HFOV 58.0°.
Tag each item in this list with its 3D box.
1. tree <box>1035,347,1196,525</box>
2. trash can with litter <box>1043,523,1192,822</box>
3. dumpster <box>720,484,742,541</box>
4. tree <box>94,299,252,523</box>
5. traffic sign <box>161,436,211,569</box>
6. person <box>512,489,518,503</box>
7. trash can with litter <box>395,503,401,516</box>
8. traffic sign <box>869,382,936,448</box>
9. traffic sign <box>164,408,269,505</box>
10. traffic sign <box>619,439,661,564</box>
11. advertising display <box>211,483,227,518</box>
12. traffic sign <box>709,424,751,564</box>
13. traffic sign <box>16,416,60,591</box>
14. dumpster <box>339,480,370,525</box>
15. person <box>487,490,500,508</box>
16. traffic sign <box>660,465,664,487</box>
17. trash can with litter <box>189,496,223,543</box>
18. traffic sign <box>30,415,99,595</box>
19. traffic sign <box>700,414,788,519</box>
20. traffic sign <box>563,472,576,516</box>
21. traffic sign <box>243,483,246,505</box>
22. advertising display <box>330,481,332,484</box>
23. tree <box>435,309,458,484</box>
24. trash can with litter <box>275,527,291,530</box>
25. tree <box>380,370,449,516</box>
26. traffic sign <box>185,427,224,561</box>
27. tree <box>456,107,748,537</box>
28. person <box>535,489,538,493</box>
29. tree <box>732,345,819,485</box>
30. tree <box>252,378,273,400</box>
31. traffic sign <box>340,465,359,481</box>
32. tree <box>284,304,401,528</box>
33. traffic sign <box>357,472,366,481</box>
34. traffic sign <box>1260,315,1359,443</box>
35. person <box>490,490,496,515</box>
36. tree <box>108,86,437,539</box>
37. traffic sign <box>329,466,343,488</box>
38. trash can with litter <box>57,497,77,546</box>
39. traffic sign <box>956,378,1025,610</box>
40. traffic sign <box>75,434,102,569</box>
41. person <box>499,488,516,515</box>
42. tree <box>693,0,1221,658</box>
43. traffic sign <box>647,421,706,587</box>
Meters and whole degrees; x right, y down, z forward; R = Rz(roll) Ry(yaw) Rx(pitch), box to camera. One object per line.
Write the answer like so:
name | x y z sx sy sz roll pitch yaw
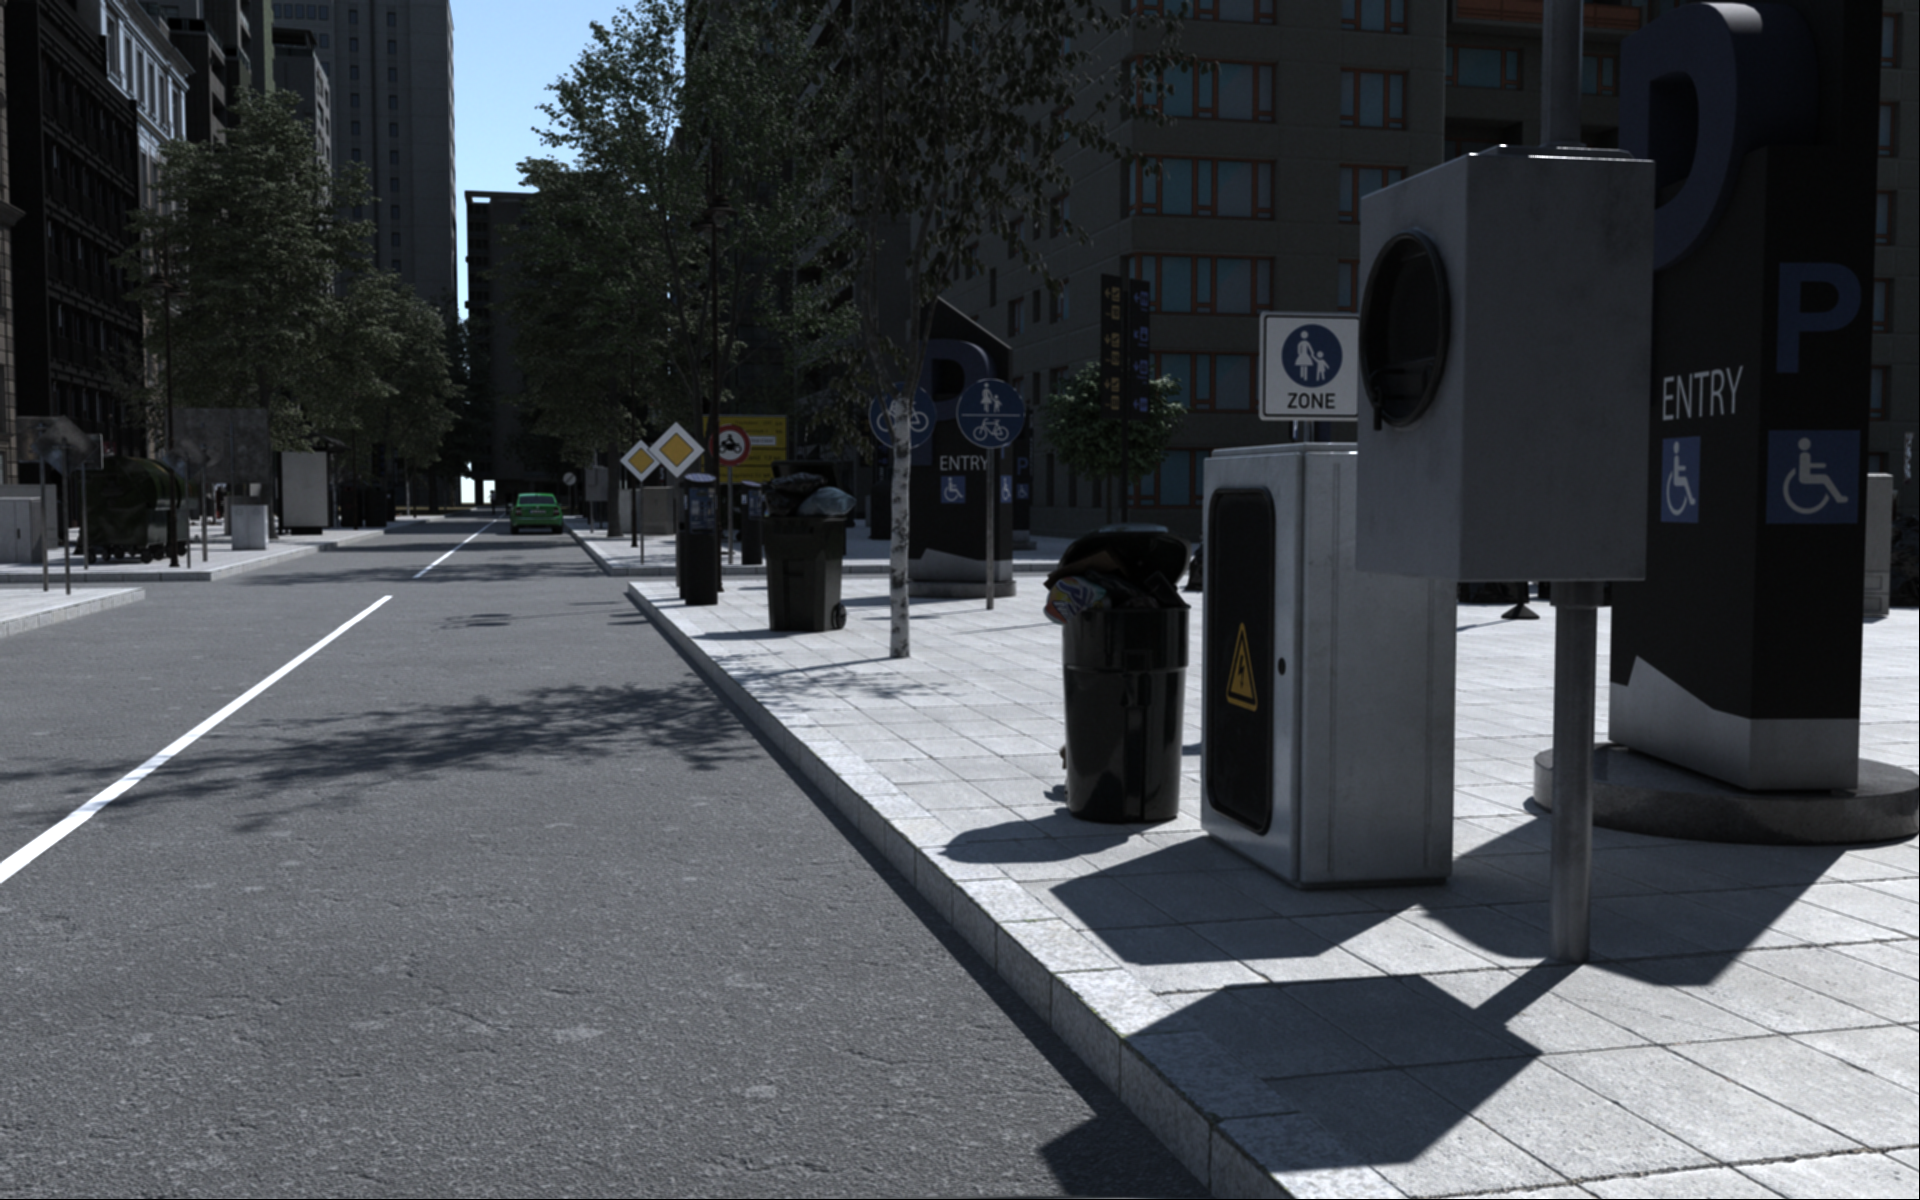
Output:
tree | 3.287 -3.254 36.918 4.285 4.588 4.351 0 3 0
trash can with litter | 0.583 0.261 7.123 0.624 1.170 1.055 0 4 -6
dumpster | -6.293 -2.703 46.682 1.502 2.255 1.985 -1 4 -14
tree | -28.082 -6.805 61.627 4.360 8.622 3.978 0 3 0
traffic sign | -13.287 -1.599 29.788 0.795 2.450 0.064 -1 4 -14
person | -36.395 -8.167 142.054 0.705 1.821 1.348 1 4 22
trash can with litter | -33.099 -5.437 99.945 2.233 1.210 1.678 1 4 15
traffic sign | -0.655 -1.202 19.751 0.768 2.556 0.104 0 4 -5
traffic sign | -17.587 -2.885 41.038 2.265 3.308 0.079 -1 4 -13
traffic sign | -5.811 -1.710 31.605 0.795 2.450 0.064 -1 4 -14
advertising display | -40.352 -5.454 94.381 0.123 1.923 0.974 2 4 27
traffic sign | -4.202 -1.930 31.658 0.768 2.556 0.104 -1 4 -10
traffic sign | -12.084 -1.266 22.835 0.606 2.300 0.079 -1 4 -10
dumpster | -24.419 -3.933 70.070 1.264 1.857 1.865 -1 4 -14
person | -47.816 -10.344 177.620 1.348 1.824 0.705 -2 4 -33
traffic sign | -12.860 -4.572 74.855 0.768 2.556 0.104 0 4 -7
trash can with litter | -20.501 -2.118 45.680 1.678 1.210 2.233 -2 4 -32
traffic sign | -11.373 -1.125 22.034 0.795 2.450 0.064 -1 4 -14
traffic sign | -5.550 -3.099 44.541 2.265 3.308 0.079 -1 4 -12
traffic sign | -22.951 -6.223 101.856 0.768 2.556 0.104 0 4 -7
traffic sign | -17.211 -2.420 41.695 0.606 2.300 0.079 0 4 -4
advertising display | -29.660 -4.685 81.820 0.123 1.923 0.974 -2 4 -28
tree | -28.673 -10.339 87.170 7.486 12.596 7.792 0 3 0
trash can with litter | -24.393 -3.166 62.826 2.233 1.210 1.678 -3 5 -43
tree | -32.595 -9.321 102.766 4.360 8.622 3.978 0 3 0
traffic sign | -14.384 -2.007 32.926 0.768 2.556 0.104 0 4 -7
tree | -10.173 -8.127 50.996 7.486 12.596 7.792 0 3 0
person | -32.572 -7.624 133.153 1.348 1.824 0.705 -3 5 -40
tree | -9.024 -8.225 84.845 4.737 8.622 4.395 0 3 0
tree | -32.963 -7.727 76.698 4.360 8.622 3.978 0 3 0
traffic sign | -26.282 -4.558 74.624 0.768 2.556 0.104 -1 4 -12
tree | -23.449 -7.014 65.036 4.737 8.622 4.395 0 3 0
traffic sign | -28.382 -4.923 81.671 0.795 2.450 0.064 0 4 -8
traffic sign | 1.972 -0.471 9.830 0.606 2.300 0.079 -1 4 -11
person | -32.812 -6.854 121.493 0.436 1.711 0.756 1 4 19
tree | -19.484 -7.968 48.407 7.486 12.596 7.792 0 3 0
traffic sign | -28.647 -4.861 79.579 0.768 2.556 0.104 0 4 -6
trash can with litter | -22.587 -1.923 42.505 1.678 1.210 2.233 1 4 16
traffic sign | 0.334 -1.167 19.190 0.768 2.556 0.104 0 4 -8
traffic sign | -14.894 -1.671 29.458 0.606 2.300 0.079 0 4 -5
person | -31.294 -6.818 119.983 1.348 1.822 0.705 1 4 17
tree | -0.310 -3.864 13.531 4.360 8.622 3.978 0 3 0
traffic sign | -3.898 -1.236 23.851 0.795 2.450 0.064 -1 4 -14
